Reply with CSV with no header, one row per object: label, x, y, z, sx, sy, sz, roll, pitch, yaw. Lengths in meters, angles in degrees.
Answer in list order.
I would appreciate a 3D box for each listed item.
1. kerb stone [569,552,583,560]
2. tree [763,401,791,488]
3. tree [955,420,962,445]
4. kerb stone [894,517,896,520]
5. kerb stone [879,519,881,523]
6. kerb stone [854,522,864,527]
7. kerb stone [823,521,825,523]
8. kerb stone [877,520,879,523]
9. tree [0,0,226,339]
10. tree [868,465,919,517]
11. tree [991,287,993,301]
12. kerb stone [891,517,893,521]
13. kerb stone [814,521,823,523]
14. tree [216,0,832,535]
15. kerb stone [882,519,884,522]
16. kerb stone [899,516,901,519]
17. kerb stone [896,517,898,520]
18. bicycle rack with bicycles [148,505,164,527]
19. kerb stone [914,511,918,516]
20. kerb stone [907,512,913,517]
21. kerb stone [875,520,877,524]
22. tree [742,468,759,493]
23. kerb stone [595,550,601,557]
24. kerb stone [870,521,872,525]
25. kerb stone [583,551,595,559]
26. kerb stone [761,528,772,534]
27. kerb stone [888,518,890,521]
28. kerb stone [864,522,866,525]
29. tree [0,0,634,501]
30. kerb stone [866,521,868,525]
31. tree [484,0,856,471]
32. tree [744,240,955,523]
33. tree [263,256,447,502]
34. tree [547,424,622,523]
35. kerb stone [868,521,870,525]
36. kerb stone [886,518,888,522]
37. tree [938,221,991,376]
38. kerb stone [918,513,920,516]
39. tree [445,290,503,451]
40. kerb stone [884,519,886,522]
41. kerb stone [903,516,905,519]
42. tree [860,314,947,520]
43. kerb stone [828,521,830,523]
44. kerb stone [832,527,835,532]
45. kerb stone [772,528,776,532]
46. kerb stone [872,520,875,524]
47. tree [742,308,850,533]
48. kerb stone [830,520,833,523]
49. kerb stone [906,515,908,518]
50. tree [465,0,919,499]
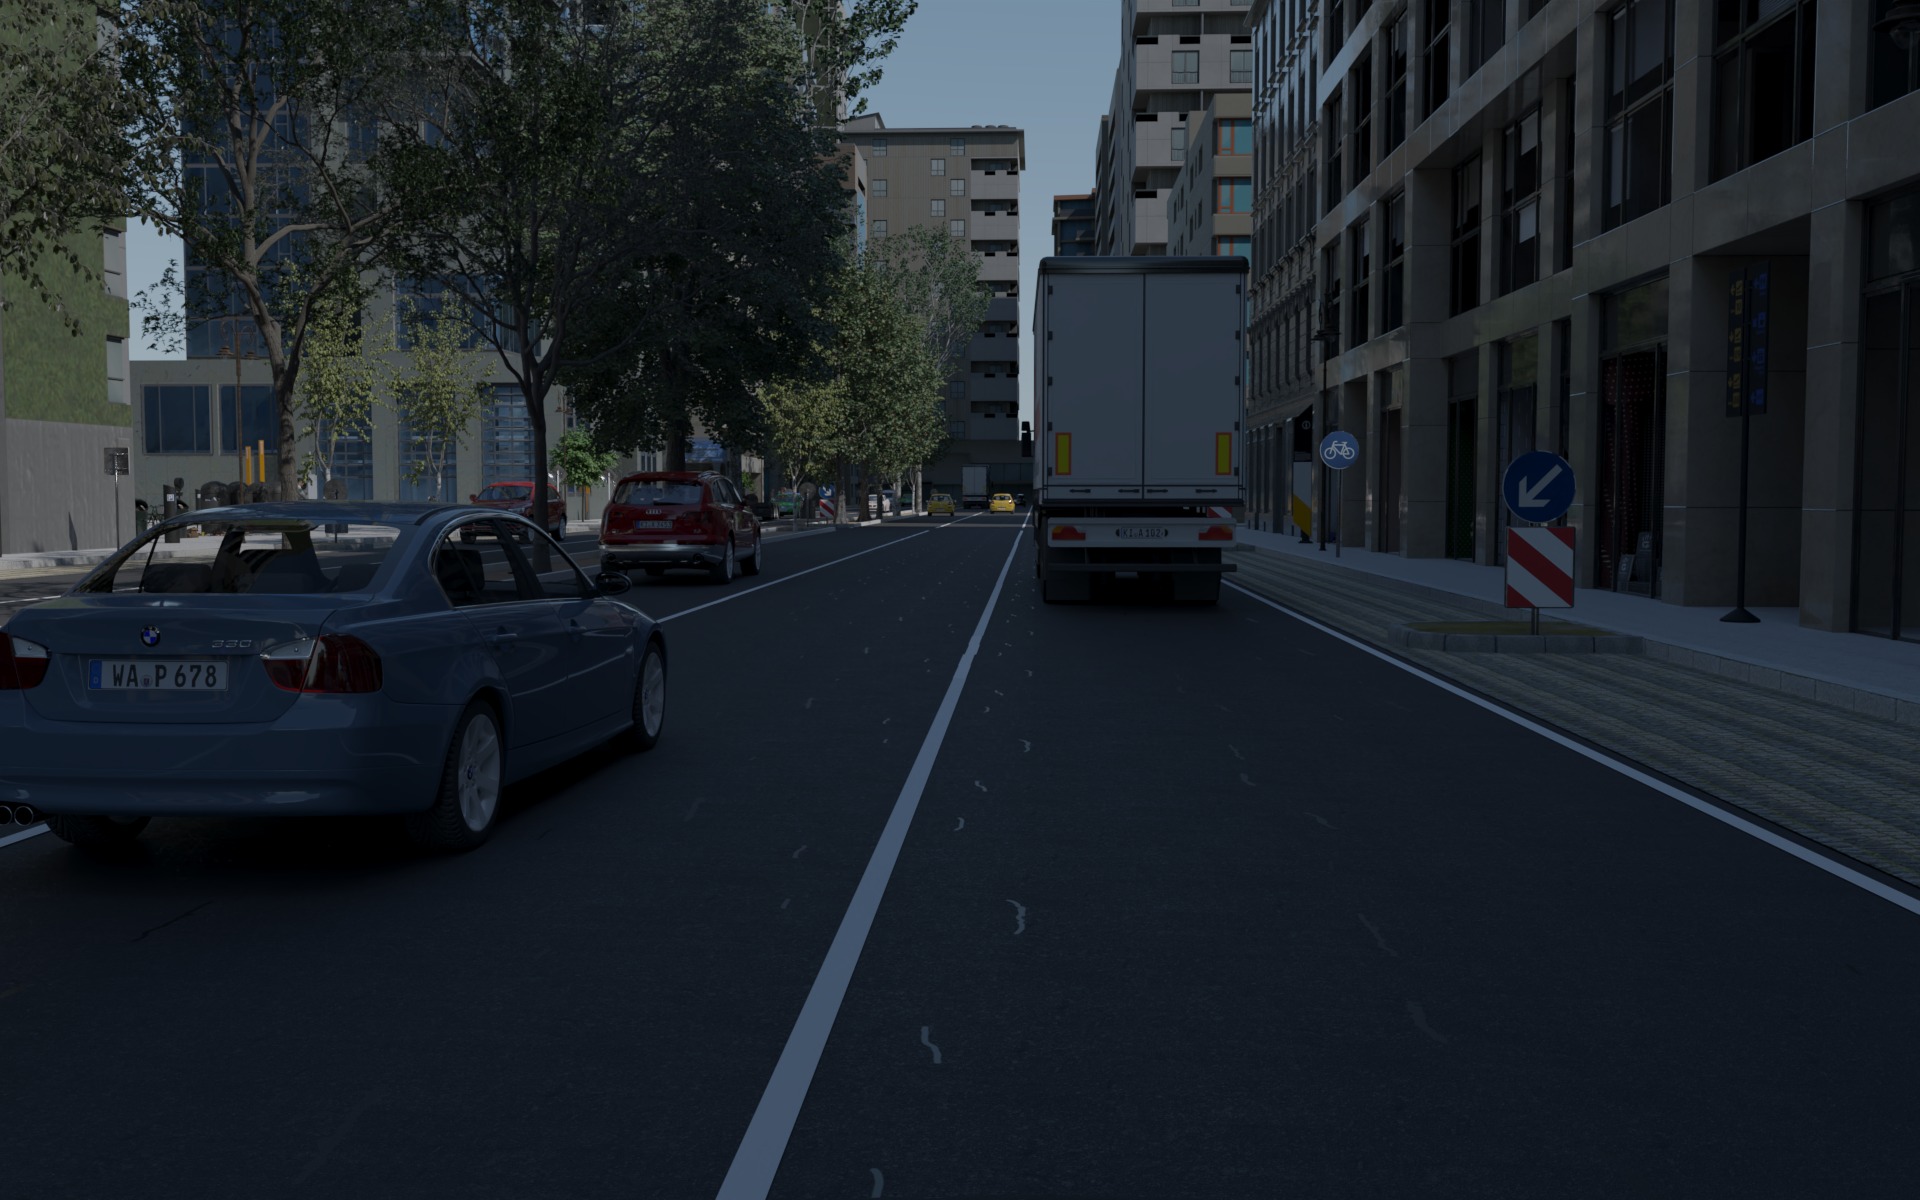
kerb stone,-8.337,-0.918,37.202,0.120,0.150,1.000,0,4,3
tree,-14.916,-12.937,145.929,8.767,10.594,7.601,0,4,5
tree,-4.821,-10.266,87.313,9.611,12.733,9.660,0,3,0
kerb stone,-3.705,-4.389,93.948,0.120,0.150,1.000,0,4,3
kerb stone,-4.113,-3.824,84.748,0.120,0.150,1.000,0,4,3
kerb stone,-4.484,-3.324,76.542,0.120,0.150,1.000,0,4,3
kerb stone,-6.445,-3.518,79.718,0.120,0.150,1.000,0,4,3
kerb stone,-4.162,-3.756,83.718,0.120,0.150,1.000,0,4,3
tree,-8.519,-3.775,14.533,4.360,8.622,3.978,0,3,0
tree,-3.959,-9.191,103.096,4.360,8.622,3.978,0,3,0
tree,-4.236,-16.545,128.850,12.611,20.169,13.585,0,3,0
kerb stone,-3.795,-4.264,91.905,0.120,0.150,1.000,0,4,3
kerb stone,-6.480,-3.455,78.692,0.120,0.150,1.000,0,4,3
tree,-7.424,-7.185,30.307,12.009,13.543,11.850,0,3,0
kerb stone,-4.022,-3.951,86.796,0.120,0.150,1.000,0,4,3
kerb stone,-3.566,-4.576,97.012,0.120,0.150,1.000,0,4,3
kerb stone,-3.658,-4.448,94.969,0.120,0.150,1.000,0,4,3
bicycle rack with bicycles,-27.146,-2.763,58.561,2.925,0.926,2.852,2,4,28
kerb stone,-2.925,-5.449,111.349,0.120,0.150,1.000,0,4,3
kerb stone,-3.162,-5.137,106.215,0.120,0.150,1.000,0,4,3
kerb stone,-4.210,-3.693,82.697,0.120,0.150,1.000,0,4,3
tree,-15.334,-7.826,122.562,1.663,3.219,1.824,0,3,0
kerb stone,-8.247,-1.043,39.244,0.120,0.150,1.000,0,4,3
kerb stone,-4.301,-3.573,80.645,0.120,0.150,1.000,0,4,3
kerb stone,-8.299,-0.976,38.224,0.120,0.150,1.000,0,4,3
kerb stone,-7.151,-2.548,63.852,0.120,0.150,1.000,0,4,3
kerb stone,-3.882,-4.138,89.863,0.120,0.150,1.000,0,4,3
kerb stone,-4.437,-3.385,77.578,0.120,0.150,1.000,0,4,3
tree,-7.843,-5.116,20.519,8.767,10.594,7.601,0,4,3
kerb stone,-4.397,-3.450,78.600,0.120,0.150,1.000,0,4,3
tree,-6.881,-8.084,41.292,9.857,13.997,8.962,0,3,0
tree,-5.384,-9.674,77.636,9.611,12.733,9.660,0,3,0
tree,-18.862,-6.208,51.870,4.737,8.622,4.395,0,3,0
tree,-17.101,-5.800,78.549,4.285,4.588,4.351,0,3,0
kerb stone,-4.343,-3.510,79.622,0.120,0.150,1.000,0,4,3
kerb stone,-3.930,-4.076,88.841,0.120,0.150,1.000,0,4,3
tree,-5.167,-15.476,111.375,12.611,20.169,13.585,0,3,0
kerb stone,-2.879,-5.515,112.370,0.120,0.150,1.000,0,4,3
tree,-18.505,-6.803,61.584,4.737,8.622,4.395,0,3,0
kerb stone,-3.978,-4.011,87.820,0.120,0.150,1.000,0,4,3
kerb stone,-3.433,-4.757,100.077,0.120,0.150,1.000,0,4,3
tree,-4.587,-10.770,96.681,7.486,12.596,7.792,0,3,0
kerb stone,-6.354,-3.641,81.765,0.120,0.150,1.000,0,4,3
kerb stone,-4.966,-2.663,65.729,0.120,0.150,1.000,0,4,3
kerb stone,-7.106,-2.611,64.878,0.120,0.150,1.000,0,4,3
kerb stone,-4.253,-3.638,81.676,0.120,0.150,1.000,0,4,3
tree,-5.939,-6.693,62.250,4.737,8.622,4.395,0,3,0
kerb stone,-6.308,-3.702,82.788,0.120,0.150,1.000,0,4,3
kerb stone,-3.339,-4.888,102.120,0.120,0.150,1.000,0,4,3
tree,-7.916,-11.873,52.473,12.611,20.169,13.585,0,3,0
